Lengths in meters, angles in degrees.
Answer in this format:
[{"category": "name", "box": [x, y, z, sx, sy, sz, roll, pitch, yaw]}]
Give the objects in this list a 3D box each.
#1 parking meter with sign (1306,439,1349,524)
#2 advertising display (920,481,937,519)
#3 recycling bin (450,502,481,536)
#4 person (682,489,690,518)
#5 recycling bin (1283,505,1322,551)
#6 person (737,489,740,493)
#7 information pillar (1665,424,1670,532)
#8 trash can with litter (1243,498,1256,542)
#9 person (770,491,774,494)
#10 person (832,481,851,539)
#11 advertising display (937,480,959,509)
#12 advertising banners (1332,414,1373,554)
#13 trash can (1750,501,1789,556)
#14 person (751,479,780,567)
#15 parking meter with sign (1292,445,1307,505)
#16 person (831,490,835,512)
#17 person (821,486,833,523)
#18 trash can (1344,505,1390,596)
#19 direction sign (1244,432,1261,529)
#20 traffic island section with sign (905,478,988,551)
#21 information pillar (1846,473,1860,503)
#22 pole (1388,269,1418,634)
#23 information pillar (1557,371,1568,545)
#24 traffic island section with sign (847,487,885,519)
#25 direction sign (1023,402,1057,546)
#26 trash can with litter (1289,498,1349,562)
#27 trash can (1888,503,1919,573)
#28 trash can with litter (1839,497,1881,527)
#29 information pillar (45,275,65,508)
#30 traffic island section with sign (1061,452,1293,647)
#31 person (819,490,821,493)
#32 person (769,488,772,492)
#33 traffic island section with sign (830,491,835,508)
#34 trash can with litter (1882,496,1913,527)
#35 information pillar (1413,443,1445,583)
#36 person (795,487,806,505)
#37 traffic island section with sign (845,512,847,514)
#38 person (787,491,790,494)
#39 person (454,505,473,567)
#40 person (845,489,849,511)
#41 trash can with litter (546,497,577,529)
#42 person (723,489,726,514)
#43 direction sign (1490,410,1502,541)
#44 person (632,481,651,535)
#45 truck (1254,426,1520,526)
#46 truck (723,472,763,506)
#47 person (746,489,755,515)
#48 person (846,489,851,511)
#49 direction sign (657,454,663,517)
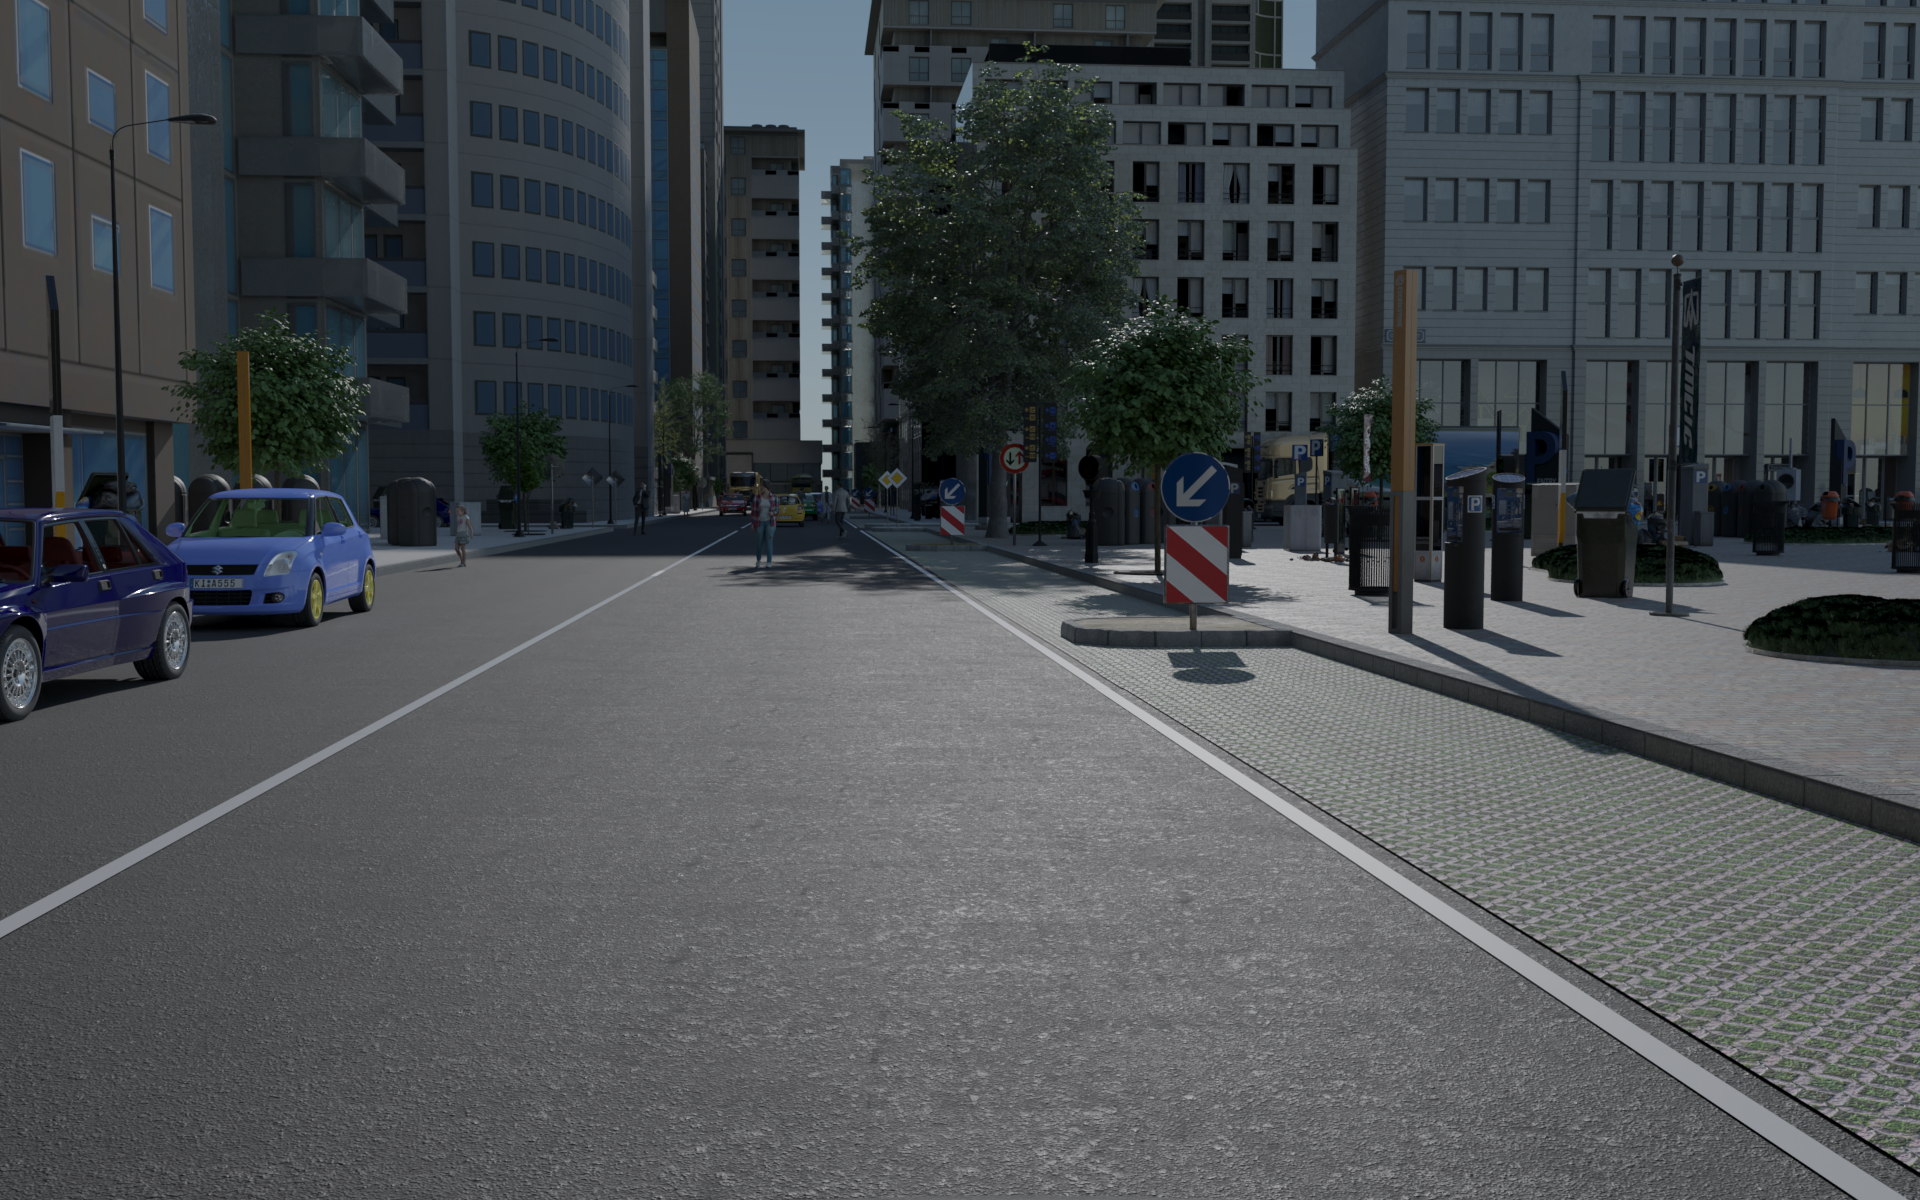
[{"category": "parking meter with sign", "box": [12.039, -3.622, 55.488, 1.738, 3.016, 0.543, -2, 4, -31]}, {"category": "advertising display", "box": [-1.594, -5.082, 88.308, 0.974, 1.923, 0.123, -1, 4, -11]}, {"category": "recycling bin", "box": [-15.244, -2.497, 53.388, 0.722, 1.027, 0.722, -3, 5, -41]}, {"category": "person", "box": [-16.099, -5.677, 101.895, 0.480, 1.755, 0.524, -2, 4, -29]}, {"category": "recycling bin", "box": [7.753, -1.632, 39.236, 0.722, 1.027, 0.722, 0, 4, -1]}, {"category": "person", "box": [-17.332, -7.750, 135.308, 0.391, 1.810, 0.635, -1, 4, -19]}, {"category": "information pillar", "box": [23.879, -4.084, 58.132, 0.183, 3.616, 0.504, 0, 4, 2]}, {"category": "trash can with litter", "box": [7.511, -2.111, 45.907, 0.624, 1.170, 1.055, 1, 4, 15]}, {"category": "person", "box": [-10.540, -5.326, 97.398, 0.330, 1.601, 0.589, 0, 4, 0]}, {"category": "person", "box": [-3.784, -2.893, 55.641, 0.661, 1.843, 0.795, -3, 5, -39]}, {"category": "advertising display", "box": [-0.486, -4.366, 76.597, 0.974, 1.923, 0.123, 2, 4, 35]}, {"category": "advertising banners", "box": [8.513, -2.521, 37.412, 0.090, 3.025, 2.074, 2, 4, 35]}, {"category": "trash can", "box": [16.876, -1.498, 36.138, 0.748, 1.137, 0.748, 0, 3, 0]}, {"category": "person", "box": [-3.810, -1.505, 33.948, 0.563, 1.720, 0.643, 0, 4, 0]}, {"category": "parking meter with sign", "box": [11.807, -3.909, 60.176, 0.543, 3.016, 1.738, 1, 4, 10]}, {"category": "person", "box": [-10.168, -7.948, 138.722, 0.678, 1.792, 0.850, -2, 4, -33]}, {"category": "person", "box": [-6.597, -4.704, 85.297, 0.514, 1.842, 0.818, -2, 4, -31]}, {"category": "trash can", "box": [5.250, -0.633, 22.003, 0.748, 1.137, 0.748, 0, 3, 0]}, {"category": "direction sign", "box": [10.623, -4.344, 63.021, 0.876, 3.537, 0.379, -3, 5, -40]}, {"category": "traffic island section with sign", "box": [-0.368, -2.156, 43.886, 1.989, 1.847, 2.006, 0, 4, -5]}, {"category": "information pillar", "box": [30.935, -3.397, 60.038, 0.304, 2.012, 0.304, -3, 4, -37]}, {"category": "pole", "box": [4.061, -1.347, 15.872, 0.158, 3.312, 0.155, 0, 3, 0]}, {"category": "information pillar", "box": [11.382, -2.530, 32.720, 0.183, 3.616, 0.504, 1, 4, 14]}, {"category": "traffic island section with sign", "box": [-5.365, -5.574, 99.757, 1.989, 1.847, 2.006, 0, 4, -5]}, {"category": "direction sign", "box": [1.972, -3.102, 42.719, 0.876, 3.537, 0.379, -1, 4, -20]}, {"category": "trash can with litter", "box": [7.153, -1.370, 33.451, 1.678, 1.210, 2.233, 0, 4, -6]}, {"category": "trash can", "box": [15.513, -1.011, 28.186, 0.748, 1.137, 0.748, 0, 3, 0]}, {"category": "trash can with litter", "box": [29.575, -2.796, 57.098, 1.055, 1.170, 0.624, 0, 4, -5]}, {"category": "information pillar", "box": [-9.612, -1.656, 18.432, 0.183, 3.616, 0.504, -2, 4, -32]}, {"category": "traffic island section with sign", "box": [2.040, -0.514, 17.038, 1.989, 1.847, 2.006, 0, 4, -5]}, {"category": "person", "box": [-15.710, -11.387, 194.545, 0.709, 1.838, 0.599, 1, 4, 10]}, {"category": "person", "box": [-12.082, -6.217, 110.023, 0.818, 1.842, 0.514, -1, 4, -18]}, {"category": "traffic island section with sign", "box": [-12.173, -10.222, 175.750, 1.989, 1.847, 2.006, 0, 4, -5]}, {"category": "trash can with litter", "box": [35.432, -3.317, 65.283, 2.233, 1.210, 1.678, -2, 4, -25]}, {"category": "information pillar", "box": [6.836, -1.270, 25.252, 0.304, 2.012, 0.304, -3, 5, -41]}, {"category": "person", "box": [-8.198, -4.898, 88.765, 0.592, 1.802, 0.473, 3, 4, 36]}, {"category": "traffic island section with sign", "box": [-7.787, -7.231, 126.856, 1.989, 1.847, 2.006, 0, 4, -5]}, {"category": "person", "box": [-17.800, -10.366, 178.509, 0.721, 1.766, 1.217, -2, 4, -27]}, {"category": "person", "box": [-9.730, -1.259, 34.100, 0.505, 1.210, 0.382, 2, 4, 33]}, {"category": "person", "box": [-9.089, -7.884, 137.505, 0.767, 1.812, 0.694, -1, 4, -10]}, {"category": "trash can with litter", "box": [-14.598, -3.183, 63.434, 1.055, 1.170, 0.624, -3, 4, -36]}, {"category": "person", "box": [-16.684, -6.912, 122.081, 0.524, 1.755, 0.480, 0, 4, -2]}, {"category": "direction sign", "box": [14.618, -3.368, 47.057, 0.379, 3.537, 0.876, 1, 4, 11]}, {"category": "person", "box": [-11.301, -3.281, 61.502, 0.648, 1.900, 0.474, -1, 4, -16]}, {"category": "truck", "box": [17.393, -5.099, 72.289, 11.283, 4.237, 2.839, 0, 4, -4]}, {"category": "truck", "box": [-19.270, -9.765, 155.583, 3.469, 3.379, 9.791, 0, 4, -4]}, {"category": "person", "box": [-14.448, -6.808, 120.158, 0.721, 1.781, 0.623, 0, 4, 7]}, {"category": "person", "box": [-8.355, -7.327, 128.577, 0.850, 1.792, 0.678, -2, 4, -34]}, {"category": "direction sign", "box": [-16.981, -6.481, 97.965, 0.379, 3.537, 0.876, 0, 4, -1]}]
